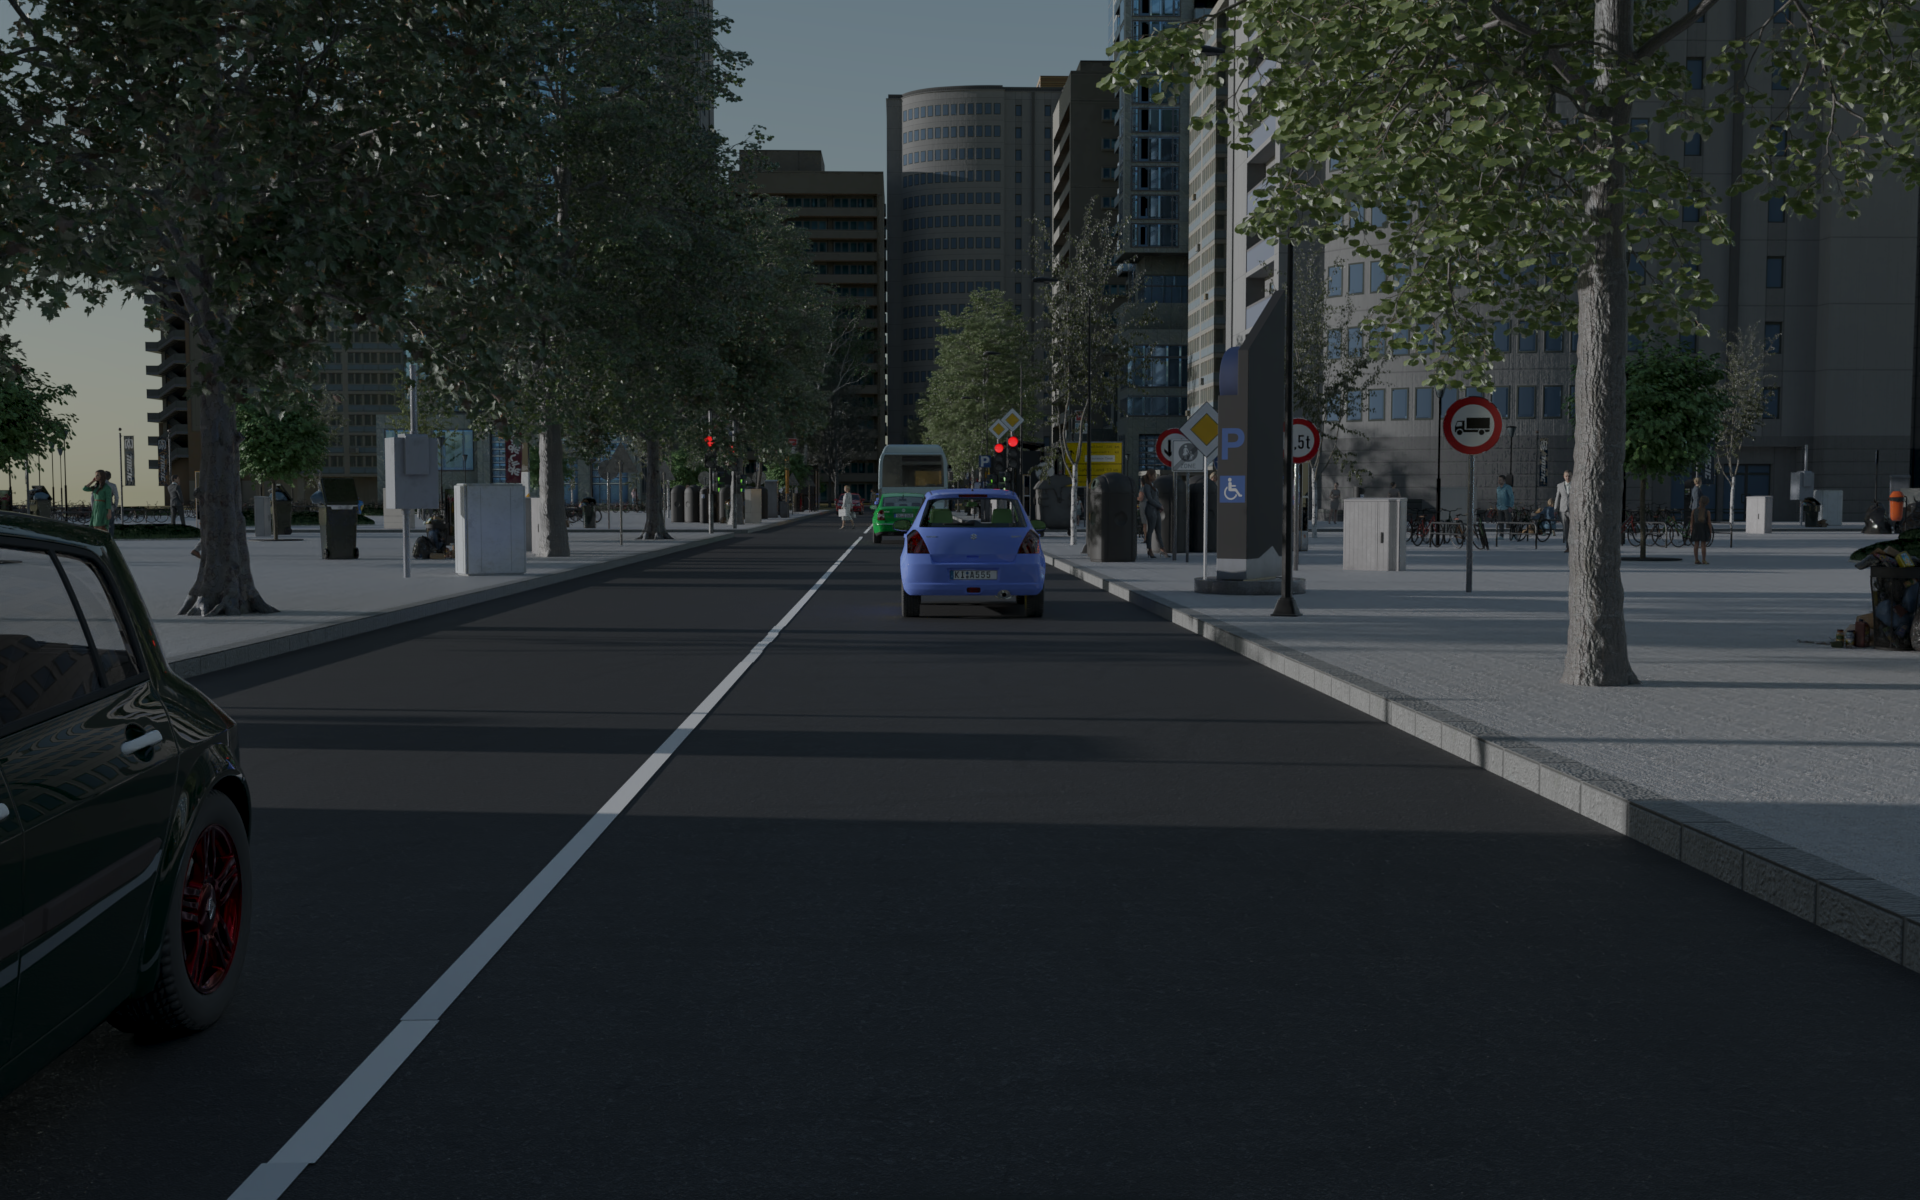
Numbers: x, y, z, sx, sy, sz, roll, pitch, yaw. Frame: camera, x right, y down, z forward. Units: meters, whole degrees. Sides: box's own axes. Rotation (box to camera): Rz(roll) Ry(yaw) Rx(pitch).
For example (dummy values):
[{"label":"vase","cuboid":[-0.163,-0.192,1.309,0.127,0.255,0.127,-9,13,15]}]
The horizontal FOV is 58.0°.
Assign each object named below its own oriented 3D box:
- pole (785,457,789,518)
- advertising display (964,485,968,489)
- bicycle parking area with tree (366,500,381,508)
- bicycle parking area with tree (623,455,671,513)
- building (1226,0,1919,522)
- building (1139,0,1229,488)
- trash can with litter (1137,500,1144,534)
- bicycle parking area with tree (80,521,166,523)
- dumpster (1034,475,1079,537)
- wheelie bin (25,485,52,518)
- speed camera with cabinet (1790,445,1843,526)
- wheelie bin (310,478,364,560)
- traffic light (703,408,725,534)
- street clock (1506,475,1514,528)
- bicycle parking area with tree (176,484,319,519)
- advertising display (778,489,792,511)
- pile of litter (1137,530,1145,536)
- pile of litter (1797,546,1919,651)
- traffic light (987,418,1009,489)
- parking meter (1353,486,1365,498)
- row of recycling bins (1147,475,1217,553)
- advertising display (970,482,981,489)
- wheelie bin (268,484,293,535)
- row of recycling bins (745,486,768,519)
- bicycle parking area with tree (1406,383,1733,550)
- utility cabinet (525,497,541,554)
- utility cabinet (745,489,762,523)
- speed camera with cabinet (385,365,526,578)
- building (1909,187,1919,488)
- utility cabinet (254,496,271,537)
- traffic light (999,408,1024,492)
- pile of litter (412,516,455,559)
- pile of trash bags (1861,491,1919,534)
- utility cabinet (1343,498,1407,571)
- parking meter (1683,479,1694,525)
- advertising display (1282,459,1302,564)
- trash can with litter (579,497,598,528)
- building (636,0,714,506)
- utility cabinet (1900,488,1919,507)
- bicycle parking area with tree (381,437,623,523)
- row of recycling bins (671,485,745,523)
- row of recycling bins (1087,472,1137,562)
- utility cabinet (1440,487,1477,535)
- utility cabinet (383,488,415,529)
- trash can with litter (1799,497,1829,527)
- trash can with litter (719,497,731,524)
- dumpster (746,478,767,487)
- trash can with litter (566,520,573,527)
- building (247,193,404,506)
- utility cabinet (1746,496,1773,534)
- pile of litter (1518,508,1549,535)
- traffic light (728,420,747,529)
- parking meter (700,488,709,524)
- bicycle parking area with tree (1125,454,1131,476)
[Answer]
[{"label":"pole","cuboid":[-9.381,-6.131,94.089,0.158,3.312,0.155,0,3,0]},{"label":"advertising display","cuboid":[0.770,-7.064,120.707,0.974,1.923,0.123,1,4,20]},{"label":"bicycle parking area with tree","cuboid":[-38.193,-8.572,127.157,9.016,4.147,8.231,-3,5,-43]},{"label":"bicycle parking area with tree","cuboid":[-24.133,-8.164,120.489,9.016,4.147,8.231,3,4,37]},{"label":"building","cuboid":[29.300,-33.393,87.981,28.212,58.520,21.231,0,4,-2]},{"label":"building","cuboid":[30.132,-26.693,128.310,32.217,40.220,23.993,0,4,-2]},{"label":"trash can with litter","cuboid":[5.559,-2.680,55.210,0.624,1.170,1.055,-2,4,-35]},{"label":"bicycle parking area with tree","cuboid":[-40.702,-5.564,77.982,9.016,4.147,8.231,-2,4,-26]},{"label":"dumpster","cuboid":[2.900,-2.831,52.048,1.264,1.857,1.865,0,4,-2]},{"label":"wheelie bin","cuboid":[-33.417,-3.361,62.852,0.980,1.594,0.693,2,4,24]},{"label":"speed camera with cabinet","cuboid":[34.535,-4.616,69.806,2.038,3.252,0.660,-1,4,-13]},{"label":"wheelie bin","cuboid":[-12.285,-1.603,34.117,0.980,1.594,0.693,-2,4,-34]},{"label":"traffic light","cuboid":[-8.066,-4.115,56.198,0.839,4.253,0.868,0,4,-2]},{"label":"street clock","cuboid":[20.486,-3.670,64.581,0.358,2.002,0.471,2,4,25]},{"label":"bicycle parking area with tree","cuboid":[-38.808,-6.551,94.115,9.016,4.147,8.231,1,4,11]},{"label":"advertising display","cuboid":[-13.096,-7.608,129.601,0.974,1.923,0.123,0,4,7]},{"label":"pile of litter","cuboid":[6.095,-2.372,52.747,1.719,0.858,1.176,1,4,9]},{"label":"pile of litter","cuboid":[7.902,-0.029,14.432,1.176,0.858,1.719,-1,4,-19]},{"label":"traffic light","cuboid":[1.416,-4.624,64.526,0.839,4.253,0.868,0,4,-2]},{"label":"parking meter","cuboid":[13.220,-2.997,57.416,0.372,1.533,0.369,0,3,0]},{"label":"row of recycling bins","cuboid":[5.652,-1.919,38.482,3.534,1.692,1.069,-2,4,-35]},{"label":"advertising display","cuboid":[1.151,-5.173,89.788,0.974,1.923,0.123,-1,4,-17]},{"label":"wheelie bin","cuboid":[-21.401,-2.850,54.511,0.693,1.594,0.980,-2,4,-32]},{"label":"row of recycling bins","cuboid":[-11.016,-4.963,88.261,1.069,1.692,3.534,2,4,28]},{"label":"bicycle parking area with tree","cuboid":[14.424,-3.451,43.429,8.231,4.147,9.016,0,4,0]},{"label":"utility cabinet","cuboid":[-10.004,-1.698,38.917,1.020,1.237,0.306,-1,4,-21]},{"label":"utility cabinet","cuboid":[-9.028,-4.088,75.510,0.318,1.500,1.173,1,4,16]},{"label":"speed camera with cabinet","cuboid":[-7.897,-2.006,27.138,2.038,3.252,0.660,-2,4,-33]},{"label":"building","cuboid":[61.712,-39.748,88.127,20.611,71.187,20.563,0,4,-2]},{"label":"utility cabinet","cuboid":[-21.233,-2.544,52.760,0.306,1.237,1.020,-1,4,-11]},{"label":"traffic light","cuboid":[1.689,-4.136,56.546,0.839,4.253,0.868,0,4,-2]},{"label":"pile of litter","cuboid":[-10.265,-1.271,34.749,1.176,0.858,1.719,2,4,35]},{"label":"pile of trash bags","cuboid":[29.876,-2.784,55.277,1.912,1.369,3.447,2,4,27]},{"label":"utility cabinet","cuboid":[6.979,-1.101,29.156,1.020,1.237,0.306,3,4,38]},{"label":"parking meter","cuboid":[28.945,-3.858,68.786,0.255,1.863,0.399,3,5,45]},{"label":"advertising display","cuboid":[5.770,-1.624,31.758,0.974,1.923,0.123,0,4,0]},{"label":"trash can with litter","cuboid":[-13.923,-3.275,64.932,0.624,1.170,1.055,0,4,-7]},{"label":"building","cuboid":[-37.926,-45.895,188.631,20.611,71.187,20.563,0,4,-2]},{"label":"utility cabinet","cuboid":[36.668,-3.534,66.461,0.318,1.500,1.173,-1,4,-18]},{"label":"bicycle parking area with tree","cuboid":[-20.472,-5.596,78.498,9.016,4.147,8.231,0,4,-4]},{"label":"row of recycling bins","cuboid":[-11.538,-4.324,77.810,3.534,1.692,1.069,2,4,29]},{"label":"row of recycling bins","cuboid":[3.025,-1.657,34.209,1.069,1.692,3.534,0,4,3]},{"label":"utility cabinet","cuboid":[15.261,-2.727,53.267,1.173,1.500,0.318,0,4,-6]},{"label":"utility cabinet","cuboid":[-20.517,-3.346,63.382,1.173,1.500,0.318,1,4,22]},{"label":"trash can with litter","cuboid":[32.965,-3.389,66.804,1.055,1.170,0.624,-2,4,-27]},{"label":"trash can with litter","cuboid":[-10.126,-3.909,75.302,0.624,1.170,1.055,-3,5,-43]},{"label":"dumpster","cuboid":[-11.161,-5.709,95.832,1.502,2.255,1.985,0,4,-2]},{"label":"trash can with litter","cuboid":[-15.481,-3.389,66.790,1.055,1.170,0.624,-1,4,-9]},{"label":"building","cuboid":[-60.128,-30.051,183.219,23.993,40.220,32.217,0,4,-2]},{"label":"utility cabinet","cuboid":[26.146,-2.784,56.675,0.306,1.237,1.020,0,4,-8]},{"label":"pile of litter","cuboid":[17.987,-2.486,54.612,1.176,0.858,1.719,1,4,13]},{"label":"traffic light","cuboid":[-8.339,-4.603,64.178,0.839,4.253,0.868,0,4,-2]},{"label":"parking meter","cuboid":[-11.140,-4.106,75.541,0.372,1.533,0.369,0,3,0]},{"label":"bicycle parking area with tree","cuboid":[9.424,-8.328,123.162,8.231,4.147,9.016,0,4,1]}]
